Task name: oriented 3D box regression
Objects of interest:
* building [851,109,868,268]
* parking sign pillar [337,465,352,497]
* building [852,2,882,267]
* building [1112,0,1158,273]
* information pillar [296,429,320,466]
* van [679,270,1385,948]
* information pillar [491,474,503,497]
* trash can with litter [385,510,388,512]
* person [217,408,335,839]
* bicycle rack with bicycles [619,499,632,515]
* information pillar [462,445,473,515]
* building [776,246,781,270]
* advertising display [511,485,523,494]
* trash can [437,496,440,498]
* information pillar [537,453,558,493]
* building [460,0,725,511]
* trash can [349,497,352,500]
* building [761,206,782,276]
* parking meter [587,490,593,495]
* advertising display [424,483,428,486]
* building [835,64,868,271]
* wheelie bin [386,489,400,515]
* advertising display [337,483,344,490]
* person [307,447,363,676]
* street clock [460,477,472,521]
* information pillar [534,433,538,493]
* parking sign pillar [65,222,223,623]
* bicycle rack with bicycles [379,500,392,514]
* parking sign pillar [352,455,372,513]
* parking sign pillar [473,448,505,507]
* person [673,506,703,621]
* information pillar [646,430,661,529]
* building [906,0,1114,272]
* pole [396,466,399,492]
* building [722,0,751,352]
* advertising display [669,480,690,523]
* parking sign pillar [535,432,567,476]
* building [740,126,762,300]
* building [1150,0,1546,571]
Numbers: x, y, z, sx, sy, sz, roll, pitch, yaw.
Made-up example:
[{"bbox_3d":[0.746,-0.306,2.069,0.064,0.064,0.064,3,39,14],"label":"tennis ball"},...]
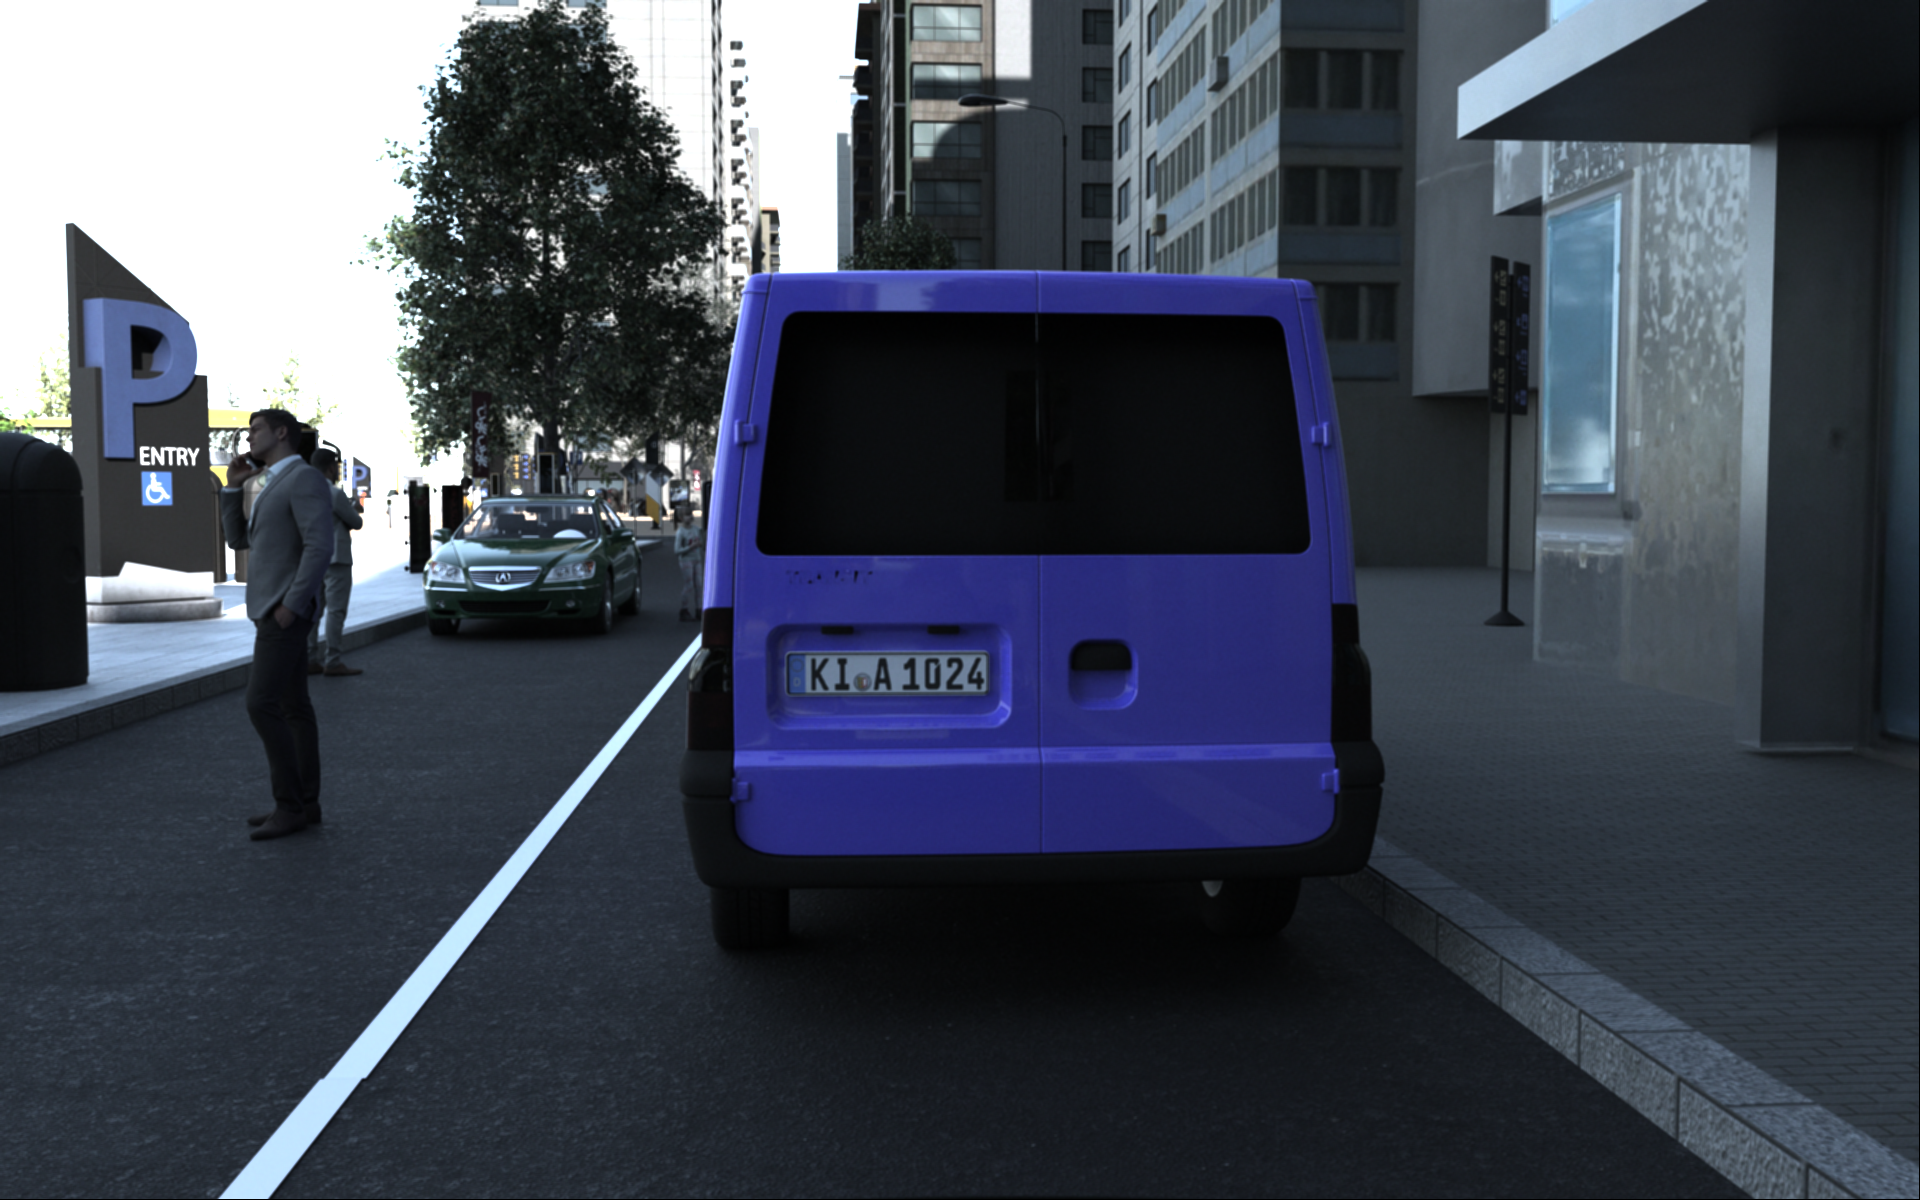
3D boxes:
[{"bbox_3d":[-5.405,-33.520,198.158,14.600,45.320,14.200,0,4,-5],"label":"building"},{"bbox_3d":[-38.611,-7.231,106.692,1.447,3.967,1.447,0,4,-6],"label":"parking sign pillar"},{"bbox_3d":[1.582,-30.661,155.926,22.147,44.769,28.867,0,4,-5],"label":"building"},{"bbox_3d":[3.283,-41.202,111.904,20.563,71.187,20.611,0,4,-5],"label":"building"},{"bbox_3d":[-7.394,-0.925,19.612,0.304,2.012,0.304,-1,4,-20],"label":"information pillar"},{"bbox_3d":[-0.027,-0.172,7.193,2.240,2.365,5.245,0,4,-5],"label":"van"},{"bbox_3d":[-16.602,-3.524,62.115,0.304,2.012,0.304,1,4,9],"label":"information pillar"},{"bbox_3d":[-38.897,-6.570,118.804,0.624,1.170,1.055,3,4,38],"label":"trash can with litter"},{"bbox_3d":[-2.921,0.077,7.415,0.473,1.802,0.592,-1,4,-19],"label":"person"},{"bbox_3d":[-24.036,-6.793,124.448,2.925,0.926,2.852,-1,4,-12],"label":"bicycle rack with bicycles"},{"bbox_3d":[-23.304,-5.543,81.980,0.504,3.616,0.183,1,4,17],"label":"information pillar"},{"bbox_3d":[-35.720,-36.258,276.408,14.154,41.232,14.086,0,4,-5],"label":"building"},{"bbox_3d":[-30.828,-7.058,120.618,0.974,1.923,0.123,2,4,25],"label":"advertising display"},{"bbox_3d":[-36.370,-6.731,121.702,0.748,1.137,0.748,0,3,0],"label":"trash can"},{"bbox_3d":[-7.358,-1.619,30.969,0.304,2.012,0.304,0,4,0],"label":"information pillar"},{"bbox_3d":[-27.126,-42.756,137.312,20.563,71.187,20.611,0,4,-5],"label":"building"},{"bbox_3d":[-30.931,-4.614,87.093,0.748,1.137,0.748,0,3,0],"label":"trash can"},{"bbox_3d":[-37.329,-36.700,254.662,22.147,44.769,28.867,0,4,-5],"label":"building"},{"bbox_3d":[-24.943,-6.624,116.717,0.372,1.533,0.369,0,3,0],"label":"parking meter"},{"bbox_3d":[-30.436,-5.642,97.464,0.974,1.923,0.123,-1,4,-15],"label":"advertising display"},{"bbox_3d":[-6.962,-43.018,245.338,21.231,58.520,28.212,0,4,-5],"label":"building"},{"bbox_3d":[-34.644,-5.991,105.853,0.980,1.594,0.693,2,4,31],"label":"wheelie bin"},{"bbox_3d":[-37.693,-6.120,105.283,0.974,1.923,0.123,3,5,45],"label":"advertising display"},{"bbox_3d":[-4.979,-0.313,13.796,0.511,1.800,0.466,1,4,19],"label":"person"},{"bbox_3d":[-20.386,-4.097,71.549,0.471,2.002,0.358,-2,4,-27],"label":"street clock"},{"bbox_3d":[-16.107,-4.561,65.923,0.183,3.616,0.504,0,4,-7],"label":"information pillar"},{"bbox_3d":[-8.394,-1.792,17.774,1.447,3.967,1.447,2,4,30],"label":"parking sign pillar"},{"bbox_3d":[-33.422,-5.398,101.633,2.852,0.926,2.925,-1,4,-22],"label":"bicycle rack with bicycles"},{"bbox_3d":[-41.045,-7.969,118.764,1.447,3.967,1.447,0,4,4],"label":"parking sign pillar"},{"bbox_3d":[-21.224,-5.512,78.599,1.447,3.967,1.447,1,4,21],"label":"parking sign pillar"},{"bbox_3d":[-3.023,-0.416,19.588,0.394,1.301,0.425,1,4,20],"label":"person"},{"bbox_3d":[-11.147,-4.375,62.882,0.504,3.616,0.183,0,4,2],"label":"information pillar"},{"bbox_3d":[4.303,-19.065,83.418,14.160,30.474,14.107,0,4,-5],"label":"building"},{"bbox_3d":[-40.130,-7.937,123.607,0.158,3.312,0.155,0,3,0],"label":"pole"},{"bbox_3d":[-31.171,-33.258,163.378,23.786,49.044,30.456,0,4,-5],"label":"building"},{"bbox_3d":[-12.603,-4.442,77.837,0.974,1.923,0.123,1,4,19],"label":"advertising display"},{"bbox_3d":[-17.648,-5.284,74.859,1.447,3.967,1.447,-1,4,-16],"label":"parking sign pillar"},{"bbox_3d":[-28.565,-30.761,186.530,14.154,41.232,14.086,0,4,-5],"label":"building"},{"bbox_3d":[17.373,-21.030,35.728,32.217,40.220,23.993,0,4,-5],"label":"building"}]
